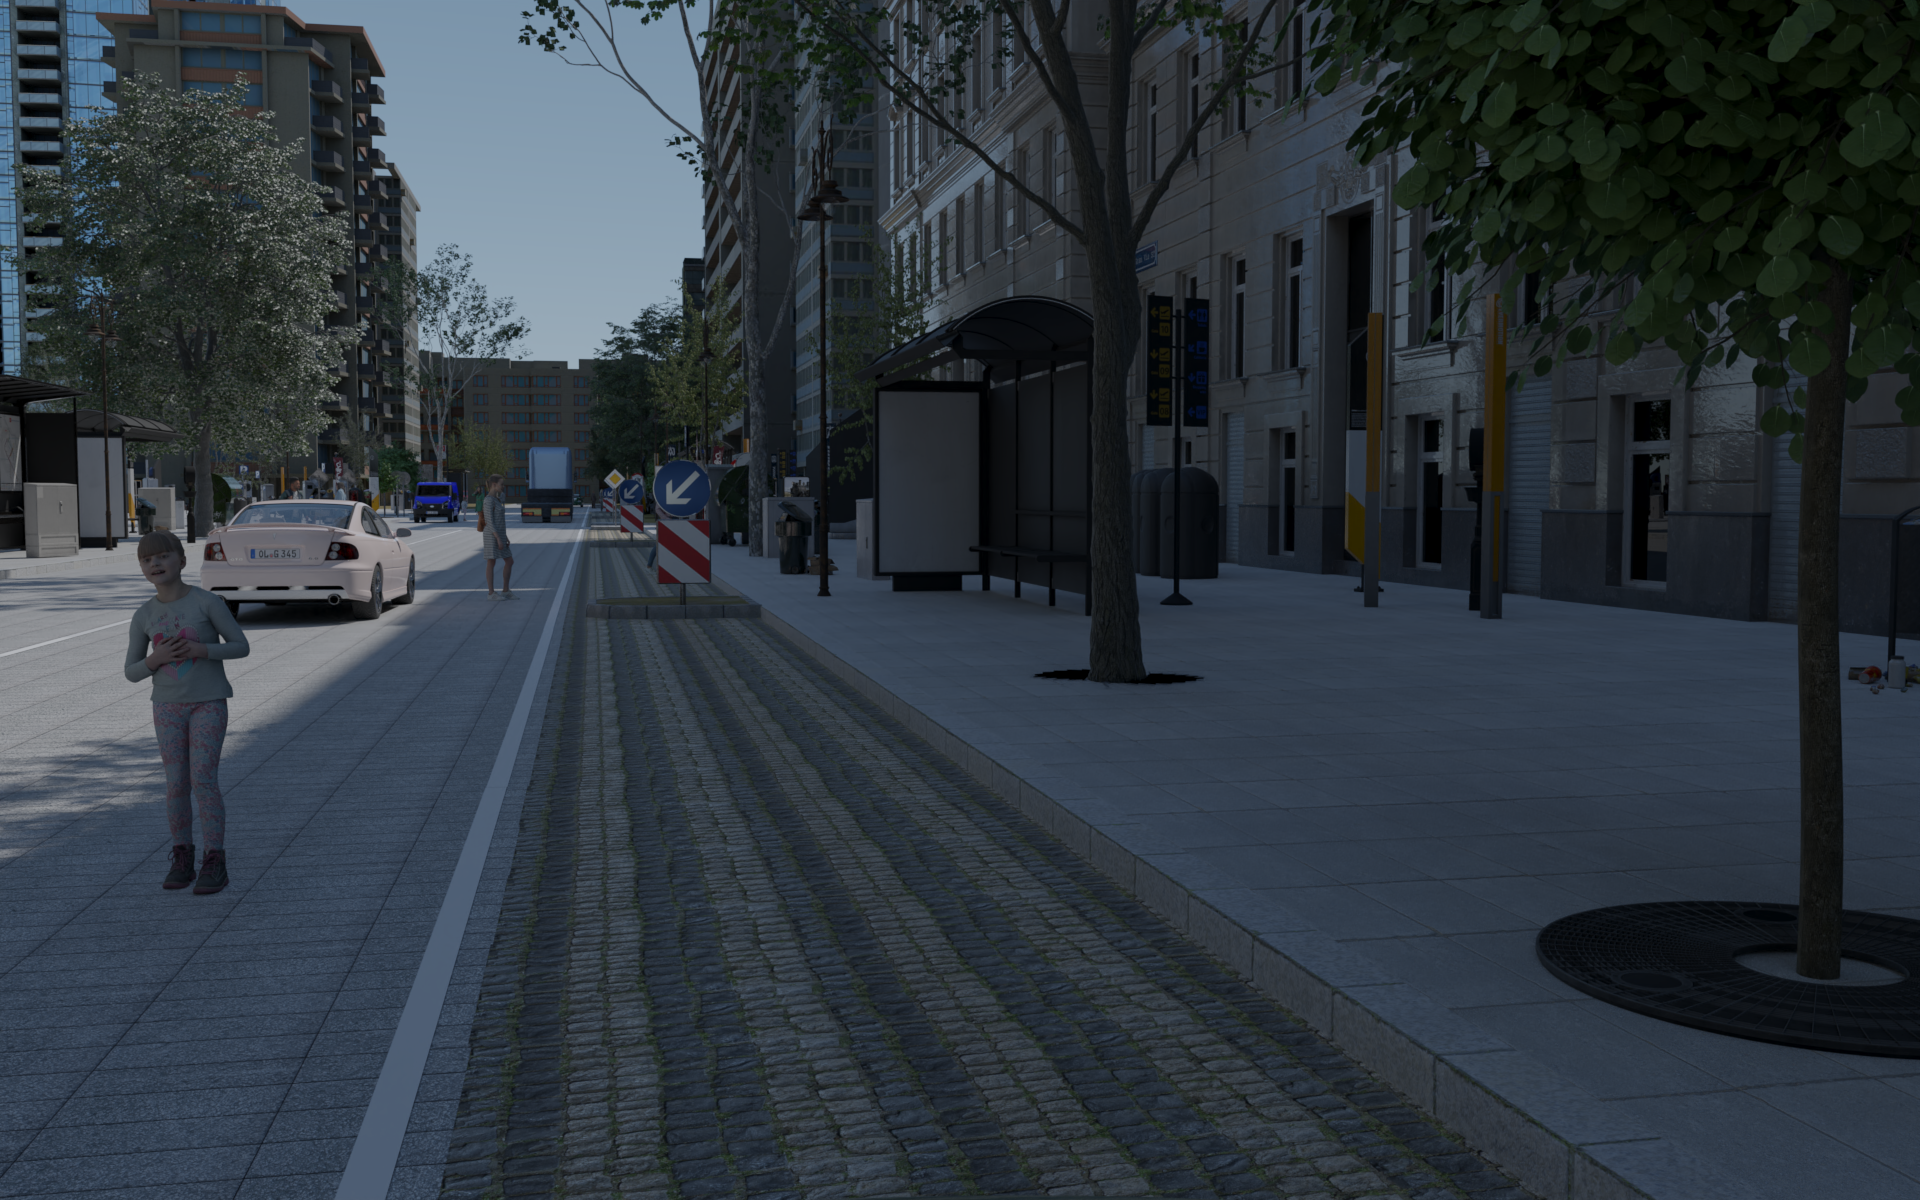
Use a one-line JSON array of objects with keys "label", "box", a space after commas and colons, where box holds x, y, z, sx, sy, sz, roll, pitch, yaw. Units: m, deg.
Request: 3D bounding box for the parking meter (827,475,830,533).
[{"label": "parking meter", "box": [-3.792, -2.792, 51.363, 0.255, 1.863, 0.399, 0, 4, 6]}]

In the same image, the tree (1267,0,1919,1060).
[{"label": "tree", "box": [2.368, -1.273, 4.520, 4.285, 4.588, 4.351, 0, 3, 0]}]

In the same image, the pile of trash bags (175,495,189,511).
[{"label": "pile of trash bags", "box": [-60.508, -7.693, 135.531, 1.912, 1.369, 3.447, 2, 4, 23]}]

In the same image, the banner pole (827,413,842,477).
[{"label": "banner pole", "box": [-3.879, -3.886, 53.560, 0.863, 3.779, 0.401, 3, 4, 36]}]

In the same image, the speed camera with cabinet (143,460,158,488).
[{"label": "speed camera with cabinet", "box": [-46.144, -6.438, 99.595, 2.038, 3.252, 0.660, 2, 4, 33]}]

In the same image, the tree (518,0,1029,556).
[{"label": "tree", "box": [-4.804, -10.880, 33.779, 12.611, 20.169, 13.585, 0, 3, 0]}]

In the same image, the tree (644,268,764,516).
[{"label": "tree", "box": [-8.371, -6.515, 56.888, 4.737, 8.622, 4.395, 0, 3, 0]}]

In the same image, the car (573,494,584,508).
[{"label": "car", "box": [-41.335, -10.632, 185.624, 2.131, 1.459, 4.920, -1, 4, -11]}]

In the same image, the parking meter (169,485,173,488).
[{"label": "parking meter", "box": [-52.750, -6.735, 115.828, 0.255, 1.863, 0.399, -1, 4, -19]}]

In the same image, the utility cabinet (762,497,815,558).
[{"label": "utility cabinet", "box": [-3.464, -1.458, 34.994, 1.020, 1.237, 0.306, -2, 4, -29]}]

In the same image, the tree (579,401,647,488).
[{"label": "tree", "box": [-38.240, -17.048, 195.739, 9.611, 12.733, 9.660, 0, 3, 0]}]

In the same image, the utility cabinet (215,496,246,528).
[{"label": "utility cabinet", "box": [-26.697, -3.195, 63.400, 1.020, 1.237, 0.306, -3, 4, -37]}]

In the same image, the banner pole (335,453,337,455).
[{"label": "banner pole", "box": [-37.750, -7.020, 104.799, 0.401, 3.779, 0.863, -1, 4, -22]}]

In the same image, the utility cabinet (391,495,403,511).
[{"label": "utility cabinet", "box": [-44.061, -7.608, 135.555, 0.306, 1.237, 1.020, 2, 4, 30]}]

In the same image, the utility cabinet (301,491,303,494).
[{"label": "utility cabinet", "box": [-42.663, -6.294, 111.582, 1.173, 1.500, 0.318, 2, 4, 28]}]

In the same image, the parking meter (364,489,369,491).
[{"label": "parking meter", "box": [-29.393, -4.742, 85.943, 0.372, 1.533, 0.369, 0, 3, 0]}]

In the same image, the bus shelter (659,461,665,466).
[{"label": "bus shelter", "box": [-16.728, -6.537, 100.796, 2.014, 3.302, 5.546, -1, 4, -12]}]

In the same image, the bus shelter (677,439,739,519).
[{"label": "bus shelter", "box": [-9.661, -4.425, 66.276, 2.014, 3.302, 5.546, -1, 4, -12]}]

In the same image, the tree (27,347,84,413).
[{"label": "tree", "box": [-43.739, -8.139, 83.436, 4.360, 8.622, 3.978, 0, 3, 0]}]

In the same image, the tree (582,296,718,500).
[{"label": "tree", "box": [-20.081, -12.601, 112.685, 9.857, 13.997, 8.962, 0, 3, 0]}]

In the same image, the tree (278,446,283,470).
[{"label": "tree", "box": [-39.600, -8.799, 94.231, 4.360, 8.622, 3.978, 0, 3, 0]}]

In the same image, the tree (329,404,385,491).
[{"label": "tree", "box": [-49.300, -11.711, 141.833, 4.360, 8.622, 3.978, 0, 3, 0]}]

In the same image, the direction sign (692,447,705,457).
[{"label": "direction sign", "box": [-12.759, -5.638, 84.171, 0.876, 3.537, 0.379, 2, 4, 27]}]

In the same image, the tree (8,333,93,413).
[{"label": "tree", "box": [-53.083, -10.208, 101.315, 7.601, 10.594, 8.767, -1, 4, -11]}]

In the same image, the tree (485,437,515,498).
[{"label": "tree", "box": [-56.583, -15.993, 211.855, 4.360, 8.622, 3.978, 0, 3, 0]}]

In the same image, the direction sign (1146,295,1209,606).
[{"label": "direction sign", "box": [2.512, -1.713, 20.000, 0.876, 3.537, 0.379, -2, 4, -31]}]

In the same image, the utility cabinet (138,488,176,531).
[{"label": "utility cabinet", "box": [-27.840, -3.141, 60.027, 1.173, 1.500, 0.318, 0, 4, 5]}]

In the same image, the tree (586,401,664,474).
[{"label": "tree", "box": [-31.178, -14.132, 165.466, 7.601, 10.594, 8.767, 2, 4, 30]}]

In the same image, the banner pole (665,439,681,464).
[{"label": "banner pole", "box": [-12.785, -5.354, 77.562, 0.863, 3.779, 0.401, -1, 4, -14]}]

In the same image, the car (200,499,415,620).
[{"label": "car", "box": [-7.802, -0.529, 21.008, 2.083, 1.381, 4.827, -1, 4, -10]}]

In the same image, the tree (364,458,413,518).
[{"label": "tree", "box": [-30.812, -6.017, 92.973, 1.663, 3.219, 1.824, 0, 3, 0]}]

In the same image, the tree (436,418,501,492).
[{"label": "tree", "box": [-46.876, -13.009, 163.058, 4.737, 8.622, 4.395, 0, 3, 0]}]

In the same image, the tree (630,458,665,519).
[{"label": "tree", "box": [-16.109, -5.894, 90.972, 1.663, 3.219, 1.824, 0, 3, 0]}]

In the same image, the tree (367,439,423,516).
[{"label": "tree", "box": [-33.874, -7.344, 103.795, 4.285, 4.588, 4.351, 0, 3, 0]}]

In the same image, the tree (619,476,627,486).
[{"label": "tree", "box": [-27.257, -9.049, 142.552, 1.663, 3.219, 1.824, 0, 3, 0]}]

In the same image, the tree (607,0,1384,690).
[{"label": "tree", "box": [1.001, -5.259, 11.743, 9.928, 11.665, 9.643, 0, 3, 0]}]

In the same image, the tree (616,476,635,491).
[{"label": "tree", "box": [-42.066, -16.147, 214.357, 4.360, 8.622, 3.978, 0, 3, 0]}]

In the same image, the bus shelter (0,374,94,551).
[{"label": "bus shelter", "box": [-20.156, -2.786, 36.830, 1.731, 3.624, 6.357, -1, 4, -12]}]

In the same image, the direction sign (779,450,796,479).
[{"label": "direction sign", "box": [-8.788, -5.894, 88.357, 0.876, 3.537, 0.379, -1, 4, -18]}]

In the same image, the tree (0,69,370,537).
[{"label": "tree", "box": [-22.673, -8.845, 51.269, 9.857, 13.997, 8.962, 0, 3, 0]}]

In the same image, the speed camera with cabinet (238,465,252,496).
[{"label": "speed camera with cabinet", "box": [-48.134, -7.392, 115.193, 0.660, 3.252, 2.038, 2, 4, 28]}]

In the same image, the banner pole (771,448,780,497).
[{"label": "banner pole", "box": [-10.027, -6.385, 94.404, 0.401, 3.779, 0.863, 2, 4, 35]}]

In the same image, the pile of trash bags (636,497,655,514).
[{"label": "pile of trash bags", "box": [-19.191, -6.136, 110.079, 1.912, 1.369, 3.447, 2, 4, 23]}]

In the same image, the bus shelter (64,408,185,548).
[{"label": "bus shelter", "box": [-21.236, -3.045, 43.715, 2.014, 3.302, 5.546, -1, 4, -12]}]

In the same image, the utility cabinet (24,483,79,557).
[{"label": "utility cabinet", "box": [-18.394, -1.615, 35.092, 0.318, 1.500, 1.173, 1, 4, 10]}]

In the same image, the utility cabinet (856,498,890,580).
[{"label": "utility cabinet", "box": [-1.322, -0.920, 26.199, 0.306, 1.237, 1.020, -1, 4, -17]}]

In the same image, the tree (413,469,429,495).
[{"label": "tree", "box": [-35.456, -7.220, 112.645, 1.663, 3.219, 1.824, 0, 3, 0]}]

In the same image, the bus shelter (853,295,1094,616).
[{"label": "bus shelter", "box": [0.163, -1.617, 20.369, 2.014, 3.302, 5.546, -1, 4, -12]}]

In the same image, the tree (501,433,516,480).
[{"label": "tree", "box": [-49.940, -14.109, 181.038, 4.737, 8.622, 4.395, 0, 3, 0]}]

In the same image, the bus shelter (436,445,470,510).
[{"label": "bus shelter", "box": [-42.175, -10.185, 144.158, 2.179, 5.291, 8.768, -1, 4, -12]}]
